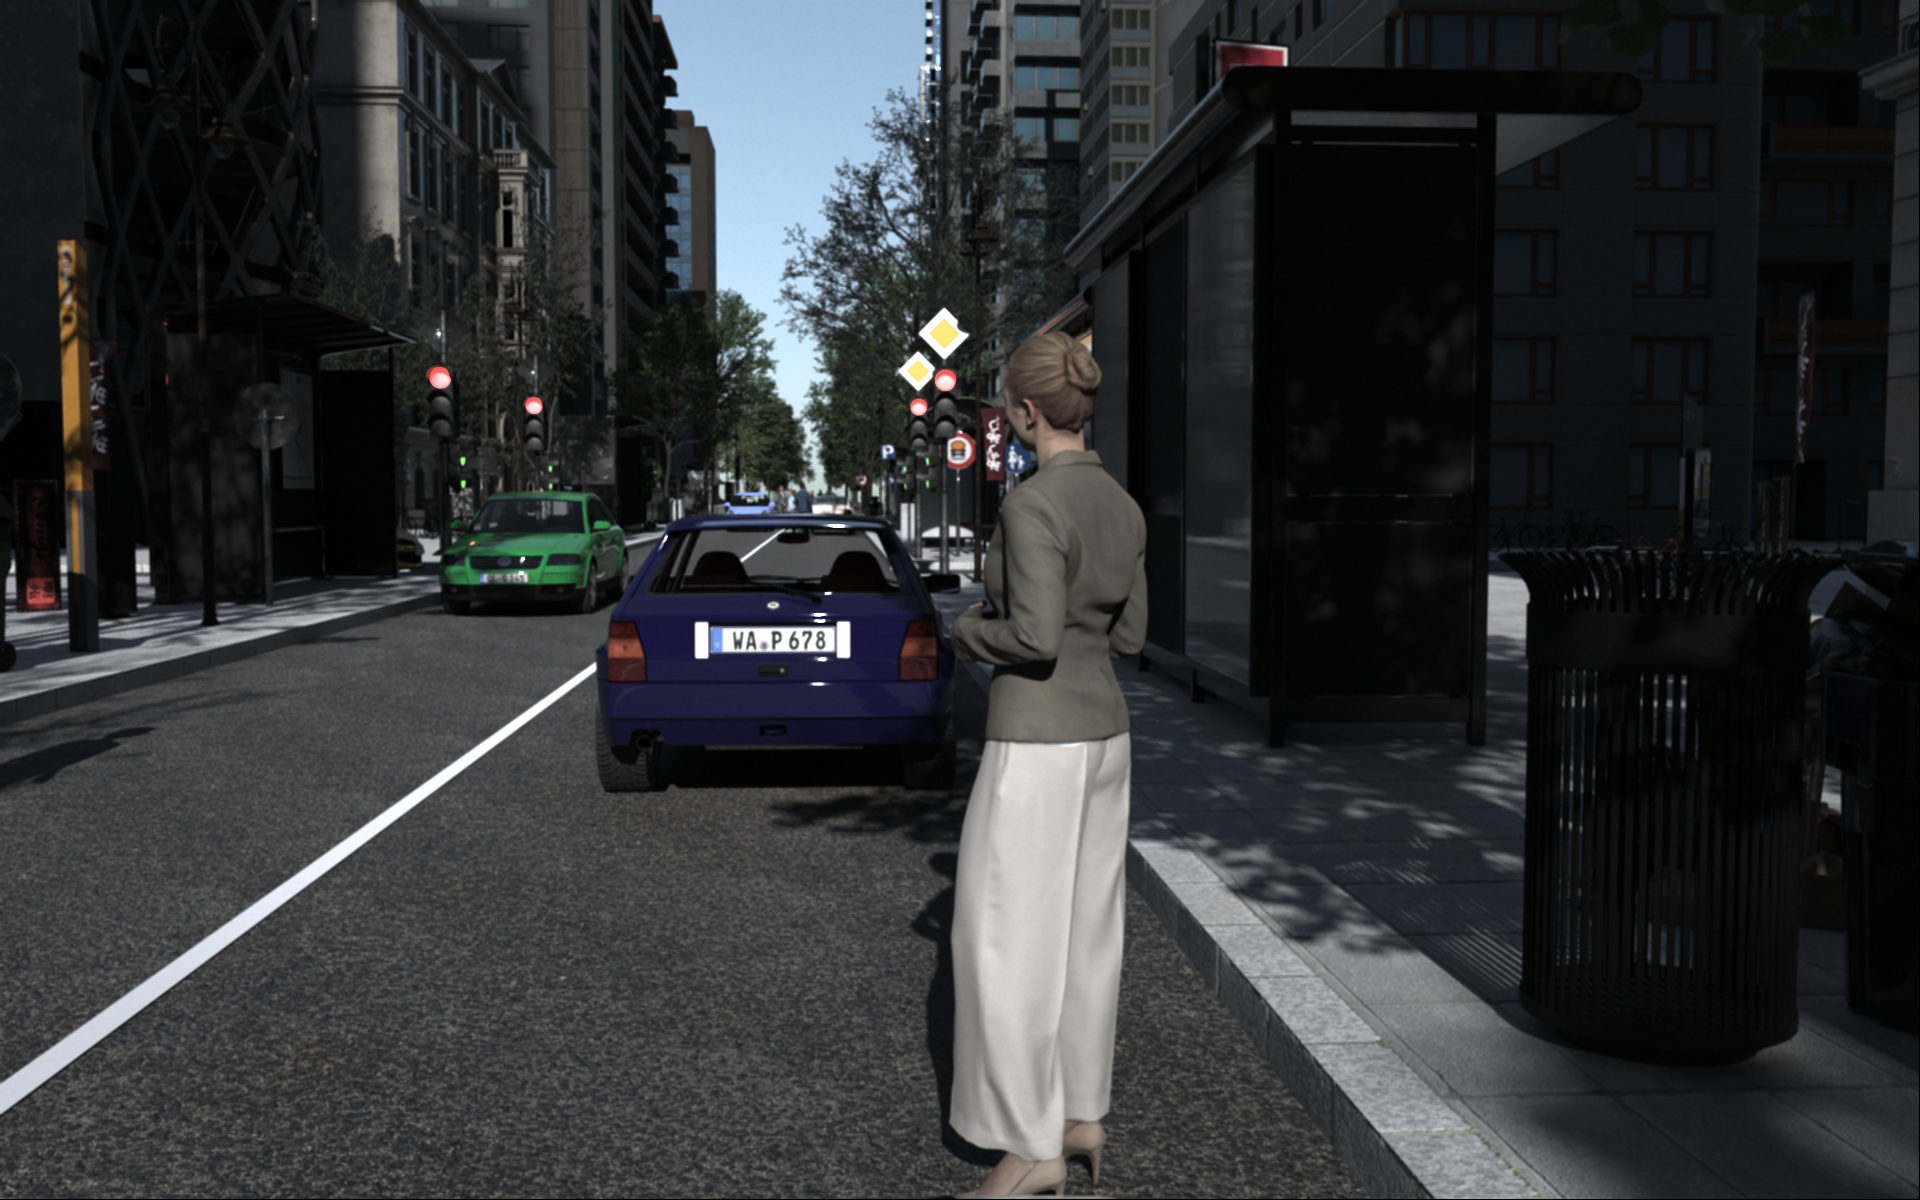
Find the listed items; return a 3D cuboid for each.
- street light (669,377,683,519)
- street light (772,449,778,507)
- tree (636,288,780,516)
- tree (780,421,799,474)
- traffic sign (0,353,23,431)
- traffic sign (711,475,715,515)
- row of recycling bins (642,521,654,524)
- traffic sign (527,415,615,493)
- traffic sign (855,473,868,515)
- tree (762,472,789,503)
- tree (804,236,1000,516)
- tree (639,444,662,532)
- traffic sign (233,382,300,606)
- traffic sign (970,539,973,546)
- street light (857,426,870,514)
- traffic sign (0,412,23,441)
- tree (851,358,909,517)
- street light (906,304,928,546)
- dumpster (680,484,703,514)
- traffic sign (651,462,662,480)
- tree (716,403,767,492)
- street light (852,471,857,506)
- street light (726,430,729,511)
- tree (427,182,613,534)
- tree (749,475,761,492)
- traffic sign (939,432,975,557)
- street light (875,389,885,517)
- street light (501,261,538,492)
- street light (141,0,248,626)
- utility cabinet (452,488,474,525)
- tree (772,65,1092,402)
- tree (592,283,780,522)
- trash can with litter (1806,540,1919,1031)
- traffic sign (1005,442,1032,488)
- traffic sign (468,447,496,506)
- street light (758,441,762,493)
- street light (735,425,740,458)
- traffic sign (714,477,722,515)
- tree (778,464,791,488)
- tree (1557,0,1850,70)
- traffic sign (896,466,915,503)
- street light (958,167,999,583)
[{"bbox_3d":[-11.177,-5.840,68.266,0.468,5.910,1.993,0,4,-4],"label":"street light"},{"bbox_3d":[-19.201,-12.518,177.458,0.468,5.910,1.993,0,4,-4],"label":"street light"},{"bbox_3d":[-12.622,-9.841,86.652,9.928,11.665,9.643,0,3,0],"label":"tree"},{"bbox_3d":[-20.430,-15.192,182.809,7.601,10.594,8.767,0,4,2],"label":"tree"},{"bbox_3d":[-8.484,-0.911,15.002,0.768,2.556,0.104,0,4,5],"label":"traffic sign"},{"bbox_3d":[-15.556,-6.629,108.482,0.768,2.556,0.104,0,4,-3],"label":"traffic sign"},{"bbox_3d":[-13.935,-4.211,75.960,1.069,1.692,3.534,0,4,-3],"label":"row of recycling bins"},{"bbox_3d":[-10.065,-3.116,44.811,2.265,3.308,0.079,0,4,-1],"label":"traffic sign"},{"bbox_3d":[-6.063,-6.531,106.880,0.768,2.556,0.104,0,4,2],"label":"traffic sign"},{"bbox_3d":[-24.133,-15.136,231.191,4.285,4.588,4.351,0,3,0],"label":"tree"},{"bbox_3d":[-1.887,-8.799,69.612,9.928,11.665,9.643,0,3,0],"label":"tree"},{"bbox_3d":[-10.932,-3.895,58.292,1.663,3.219,1.824,0,3,0],"label":"tree"},{"bbox_3d":[-7.928,-1.205,19.808,0.768,2.556,0.104,0,4,1],"label":"traffic sign"},{"bbox_3d":[0.286,-2.590,42.358,0.884,2.594,0.081,0,4,-1],"label":"traffic sign"},{"bbox_3d":[-6.552,-8.860,117.655,0.468,5.910,1.993,0,4,-4],"label":"street light"},{"bbox_3d":[-9.479,-0.957,16.832,0.795,2.450,0.064,0,4,4],"label":"traffic sign"},{"bbox_3d":[-3.748,-8.545,90.077,4.360,8.622,3.978,0,3,0],"label":"tree"},{"bbox_3d":[-1.058,-4.257,42.389,0.468,5.910,1.993,0,4,-4],"label":"street light"},{"bbox_3d":[-15.044,-5.583,97.032,1.264,1.857,1.865,0,4,-4],"label":"dumpster"},{"bbox_3d":[-12.368,-4.249,69.572,0.768,2.556,0.104,0,4,1],"label":"traffic sign"},{"bbox_3d":[-16.484,-11.083,131.572,4.737,8.622,4.395,0,3,0],"label":"tree"},{"bbox_3d":[-8.955,-10.875,150.588,0.468,5.910,1.993,0,4,-4],"label":"street light"},{"bbox_3d":[-13.612,-7.858,101.265,0.468,5.910,1.993,0,4,-4],"label":"street light"},{"bbox_3d":[-10.019,-5.547,41.055,4.360,8.622,3.978,0,3,0],"label":"tree"},{"bbox_3d":[-18.506,-9.879,156.129,1.663,3.219,1.824,0,3,0],"label":"tree"},{"bbox_3d":[-0.039,-2.157,35.369,0.768,2.556,0.104,0,4,0],"label":"traffic sign"},{"bbox_3d":[-3.481,-6.301,75.808,0.468,5.910,1.993,0,4,-4],"label":"street light"},{"bbox_3d":[-8.754,-3.779,34.577,0.468,5.910,1.993,0,4,-4],"label":"street light"},{"bbox_3d":[-7.330,-2.689,16.753,0.468,5.910,1.993,0,4,-4],"label":"street light"},{"bbox_3d":[-17.304,-3.147,60.137,0.318,1.500,1.173,-3,5,-44],"label":"utility cabinet"},{"bbox_3d":[-0.536,-8.581,50.672,12.009,13.543,11.850,0,3,0],"label":"tree"},{"bbox_3d":[-12.718,-8.671,76.176,7.601,10.594,8.767,0,4,6],"label":"tree"},{"bbox_3d":[2.655,0.435,4.275,1.055,1.170,0.624,0,4,-3],"label":"trash can with litter"},{"bbox_3d":[1.377,-2.599,42.592,0.768,2.556,0.104,0,4,0],"label":"traffic sign"},{"bbox_3d":[-10.393,-2.172,37.646,0.606,2.300,0.079,0,4,1],"label":"traffic sign"},{"bbox_3d":[-16.639,-10.449,143.621,0.468,5.910,1.993,0,4,-4],"label":"street light"},{"bbox_3d":[-14.225,-8.402,110.161,0.468,5.910,1.993,0,4,-4],"label":"street light"},{"bbox_3d":[-15.143,-6.511,107.642,0.795,2.450,0.064,0,4,-3],"label":"traffic sign"},{"bbox_3d":[-24.998,-17.753,240.628,4.360,8.622,3.978,0,3,0],"label":"tree"},{"bbox_3d":[2.620,-5.088,1.322,7.486,12.596,7.792,0,3,0],"label":"tree"},{"bbox_3d":[-1.948,-3.882,63.571,0.768,2.556,0.104,0,4,2],"label":"traffic sign"},{"bbox_3d":[0.259,-3.188,24.915,0.468,5.910,1.993,0,4,-4],"label":"street light"}]
